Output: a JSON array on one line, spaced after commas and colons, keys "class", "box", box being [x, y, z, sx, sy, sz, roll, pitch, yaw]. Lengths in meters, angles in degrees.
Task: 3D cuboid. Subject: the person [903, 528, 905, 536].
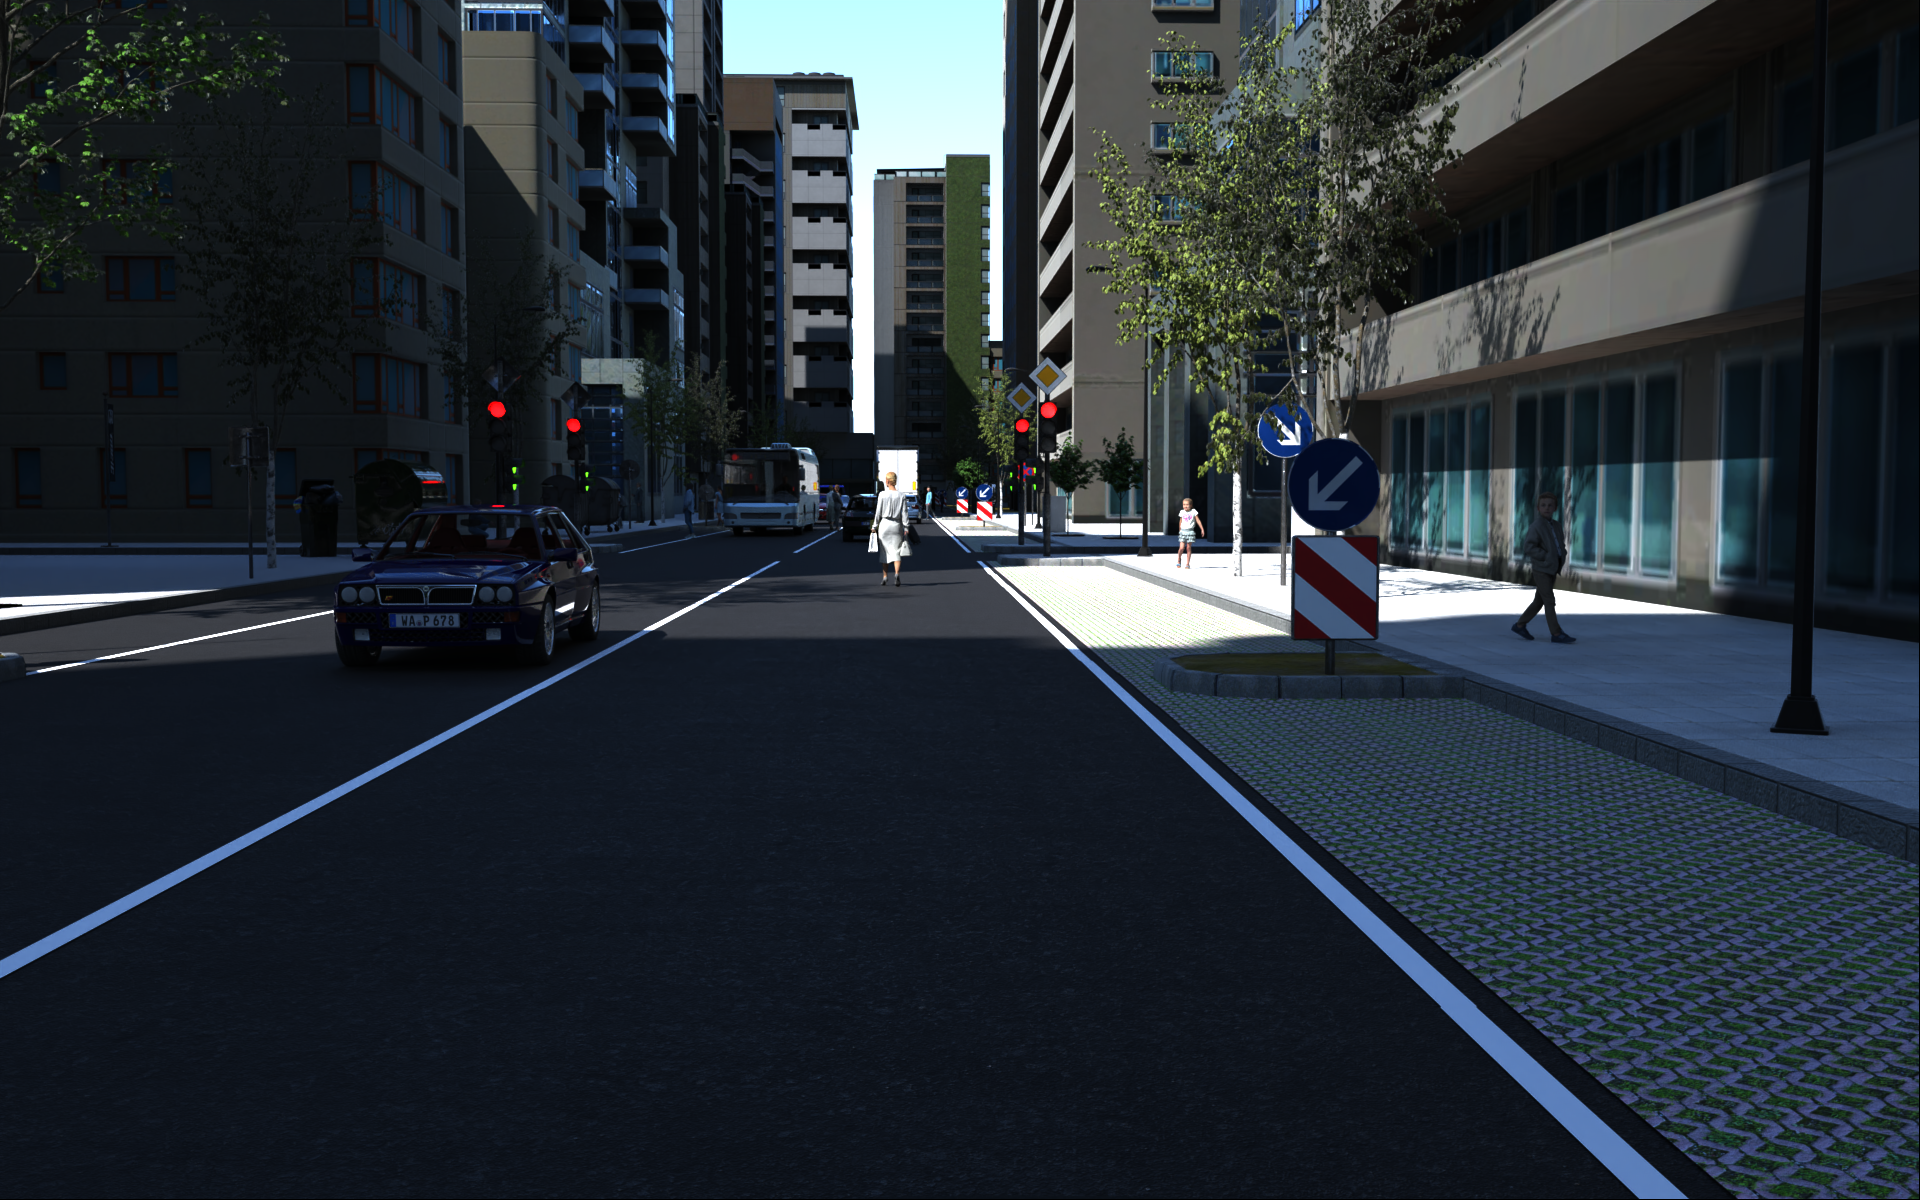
[{"class": "person", "box": [-2.218, -3.057, 58.836, 0.623, 1.781, 0.721, 3, 5, 43]}]

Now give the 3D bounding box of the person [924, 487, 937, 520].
[{"class": "person", "box": [-1.658, -5.393, 96.542, 0.748, 1.841, 0.638, 0, 4, -1]}]

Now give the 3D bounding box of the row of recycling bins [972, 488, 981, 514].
[{"class": "row of recycling bins", "box": [1.238, -6.584, 114.754, 1.069, 1.692, 3.534, 0, 4, -3]}]

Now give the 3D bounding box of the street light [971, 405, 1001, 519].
[{"class": "street light", "box": [1.475, -7.232, 90.788, 1.470, 5.913, 1.316, 0, 4, -2]}]

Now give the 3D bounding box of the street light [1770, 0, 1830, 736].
[{"class": "street light", "box": [4.006, -2.241, 9.185, 1.470, 5.913, 1.316, 0, 4, -2]}]

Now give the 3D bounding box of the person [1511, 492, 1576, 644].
[{"class": "person", "box": [5.089, -0.289, 15.037, 0.640, 1.303, 0.475, 3, 5, 45]}]

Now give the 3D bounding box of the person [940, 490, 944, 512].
[{"class": "person", "box": [-1.382, -7.672, 134.861, 0.530, 1.710, 0.541, 3, 4, 37]}]

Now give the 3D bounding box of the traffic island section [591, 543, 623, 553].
[{"class": "traffic island section", "box": [-9.572, -1.284, 43.281, 2.009, 0.180, 2.903, 0, 4, -2]}]

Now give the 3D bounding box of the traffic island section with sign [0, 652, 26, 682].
[{"class": "traffic island section with sign", "box": [-8.306, -0.271, 13.053, 1.989, 1.847, 2.006, 0, 4, -2]}]

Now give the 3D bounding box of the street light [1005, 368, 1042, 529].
[{"class": "street light", "box": [2.372, -5.587, 63.881, 1.470, 5.913, 1.316, 0, 4, -2]}]

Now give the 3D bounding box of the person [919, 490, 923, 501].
[{"class": "person", "box": [-3.768, -9.829, 169.212, 0.705, 1.823, 1.348, -2, 4, -24]}]

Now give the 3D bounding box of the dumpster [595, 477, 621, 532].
[{"class": "dumpster", "box": [-12.220, -3.223, 58.453, 1.264, 1.857, 1.865, 0, 4, -2]}]

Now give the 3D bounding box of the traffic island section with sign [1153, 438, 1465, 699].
[{"class": "traffic island section with sign", "box": [2.508, -0.267, 12.987, 1.989, 1.847, 2.006, 0, 4, -2]}]

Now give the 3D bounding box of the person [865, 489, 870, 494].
[{"class": "person", "box": [-7.294, -7.855, 136.860, 1.348, 1.831, 0.705, -2, 4, -30]}]

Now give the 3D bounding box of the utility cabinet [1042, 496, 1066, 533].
[{"class": "utility cabinet", "box": [3.146, -2.860, 57.920, 0.306, 1.237, 1.020, 3, 4, 37]}]

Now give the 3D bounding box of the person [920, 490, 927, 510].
[{"class": "person", "box": [-3.196, -9.019, 155.976, 1.348, 1.822, 0.705, 1, 4, 9]}]

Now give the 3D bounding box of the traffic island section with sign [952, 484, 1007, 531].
[{"class": "traffic island section with sign", "box": [0.822, -3.644, 68.205, 1.989, 1.847, 2.006, 0, 4, -2]}]

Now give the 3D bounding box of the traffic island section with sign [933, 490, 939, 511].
[{"class": "traffic island section with sign", "box": [-1.558, -8.361, 145.334, 1.989, 1.847, 2.006, 0, 4, -2]}]

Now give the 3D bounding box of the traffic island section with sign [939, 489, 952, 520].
[{"class": "traffic island section with sign", "box": [-0.013, -5.292, 95.147, 1.989, 1.847, 2.006, 0, 4, -2]}]

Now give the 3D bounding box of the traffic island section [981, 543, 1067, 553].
[{"class": "traffic island section", "box": [1.564, -1.305, 43.617, 2.009, 0.180, 2.903, 0, 4, -2]}]

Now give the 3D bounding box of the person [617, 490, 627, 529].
[{"class": "person", "box": [-12.637, -3.398, 64.194, 0.523, 1.515, 0.503, -2, 4, -35]}]

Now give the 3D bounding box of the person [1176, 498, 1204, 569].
[{"class": "person", "box": [3.953, -1.142, 29.734, 0.505, 1.210, 0.382, 1, 4, 18]}]

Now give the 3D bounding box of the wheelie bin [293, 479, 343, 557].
[{"class": "wheelie bin", "box": [-13.105, -1.687, 35.492, 0.980, 1.594, 0.693, -3, 5, -41]}]

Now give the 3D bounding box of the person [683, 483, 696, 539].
[{"class": "person", "box": [-8.736, -2.890, 56.012, 0.793, 1.790, 0.793, -2, 4, -29]}]

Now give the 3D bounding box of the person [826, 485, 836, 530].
[{"class": "person", "box": [-5.079, -3.664, 68.634, 0.478, 1.798, 0.641, 0, 4, 5]}]

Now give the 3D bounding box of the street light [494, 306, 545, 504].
[{"class": "street light", "box": [-10.958, -4.309, 42.995, 1.470, 5.913, 1.316, 0, 4, -2]}]

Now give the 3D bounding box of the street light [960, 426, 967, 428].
[{"class": "street light", "box": [0.713, -8.902, 118.089, 1.470, 5.913, 1.316, 0, 4, -2]}]

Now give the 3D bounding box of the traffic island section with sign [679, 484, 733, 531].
[{"class": "traffic island section with sign", "box": [-10.028, -3.666, 68.574, 1.989, 1.847, 2.006, 0, 4, -2]}]

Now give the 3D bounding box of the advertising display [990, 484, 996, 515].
[{"class": "advertising display", "box": [2.019, -6.180, 106.259, 0.123, 1.923, 0.974, 1, 4, 17]}]

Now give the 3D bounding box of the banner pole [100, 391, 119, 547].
[{"class": "banner pole", "box": [-20.722, -3.194, 42.234, 0.401, 3.779, 0.863, -1, 4, -10]}]

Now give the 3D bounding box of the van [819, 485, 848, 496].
[{"class": "van", "box": [-8.580, -6.817, 115.846, 2.240, 2.365, 5.245, 0, 4, -4]}]

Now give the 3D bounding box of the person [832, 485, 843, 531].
[{"class": "person", "box": [-4.629, -3.528, 66.449, 0.520, 1.790, 0.573, 3, 5, 42]}]

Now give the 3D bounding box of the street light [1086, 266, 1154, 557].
[{"class": "street light", "box": [3.262, -3.846, 35.418, 1.470, 5.913, 1.316, 0, 4, -2]}]

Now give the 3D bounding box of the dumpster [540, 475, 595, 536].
[{"class": "dumpster", "box": [-12.012, -2.875, 52.757, 1.264, 1.857, 1.865, 0, 4, -2]}]

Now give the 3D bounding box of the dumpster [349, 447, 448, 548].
[{"class": "dumpster", "box": [-11.448, -2.007, 35.313, 1.502, 2.255, 1.985, 0, 4, -2]}]

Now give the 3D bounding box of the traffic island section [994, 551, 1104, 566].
[{"class": "traffic island section", "box": [1.810, -0.817, 35.636, 2.009, 0.180, 2.903, 0, 4, -2]}]

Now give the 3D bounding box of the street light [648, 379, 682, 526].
[{"class": "street light", "box": [-11.873, -5.946, 69.760, 1.470, 5.913, 1.316, 0, 4, -2]}]

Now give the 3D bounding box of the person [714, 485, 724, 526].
[{"class": "person", "box": [-10.368, -4.064, 75.042, 0.616, 1.811, 0.778, -3, 4, -38]}]

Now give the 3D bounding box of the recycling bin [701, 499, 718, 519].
[{"class": "recycling bin", "box": [-13.094, -4.775, 90.620, 0.722, 1.027, 0.722, 1, 4, 10]}]

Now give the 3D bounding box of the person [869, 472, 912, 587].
[{"class": "person", "box": [-1.096, -1.104, 26.907, 0.694, 1.780, 0.624, 0, 4, 4]}]

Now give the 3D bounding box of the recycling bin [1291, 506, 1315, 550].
[{"class": "recycling bin", "box": [7.391, -1.447, 36.220, 0.722, 1.027, 0.722, 2, 4, 35]}]

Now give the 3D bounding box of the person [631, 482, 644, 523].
[{"class": "person", "box": [-14.229, -4.292, 76.397, 0.590, 1.801, 0.661, -1, 4, -19]}]

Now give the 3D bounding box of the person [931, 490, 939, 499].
[{"class": "person", "box": [-2.648, -9.471, 163.376, 1.348, 1.821, 0.705, 0, 4, -6]}]

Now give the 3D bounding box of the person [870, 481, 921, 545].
[{"class": "person", "box": [-1.834, -2.458, 48.912, 1.509, 1.804, 0.699, -1, 4, -19]}]

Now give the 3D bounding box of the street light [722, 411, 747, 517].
[{"class": "street light", "box": [-12.569, -7.580, 96.467, 1.470, 5.913, 1.316, 0, 4, -2]}]

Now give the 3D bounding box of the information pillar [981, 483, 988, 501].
[{"class": "information pillar", "box": [1.594, -6.575, 111.985, 0.304, 2.012, 0.304, 3, 4, 36]}]

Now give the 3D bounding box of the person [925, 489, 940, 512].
[{"class": "person", "box": [-2.204, -8.106, 140.999, 1.348, 1.831, 0.705, 1, 4, 16]}]

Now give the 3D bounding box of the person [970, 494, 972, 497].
[{"class": "person", "box": [1.368, -9.041, 154.548, 1.217, 1.739, 0.721, 2, 4, 31]}]

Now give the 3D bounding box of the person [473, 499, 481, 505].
[{"class": "person", "box": [-13.354, -2.246, 48.268, 0.738, 1.151, 1.012, -1, 4, -15]}]
